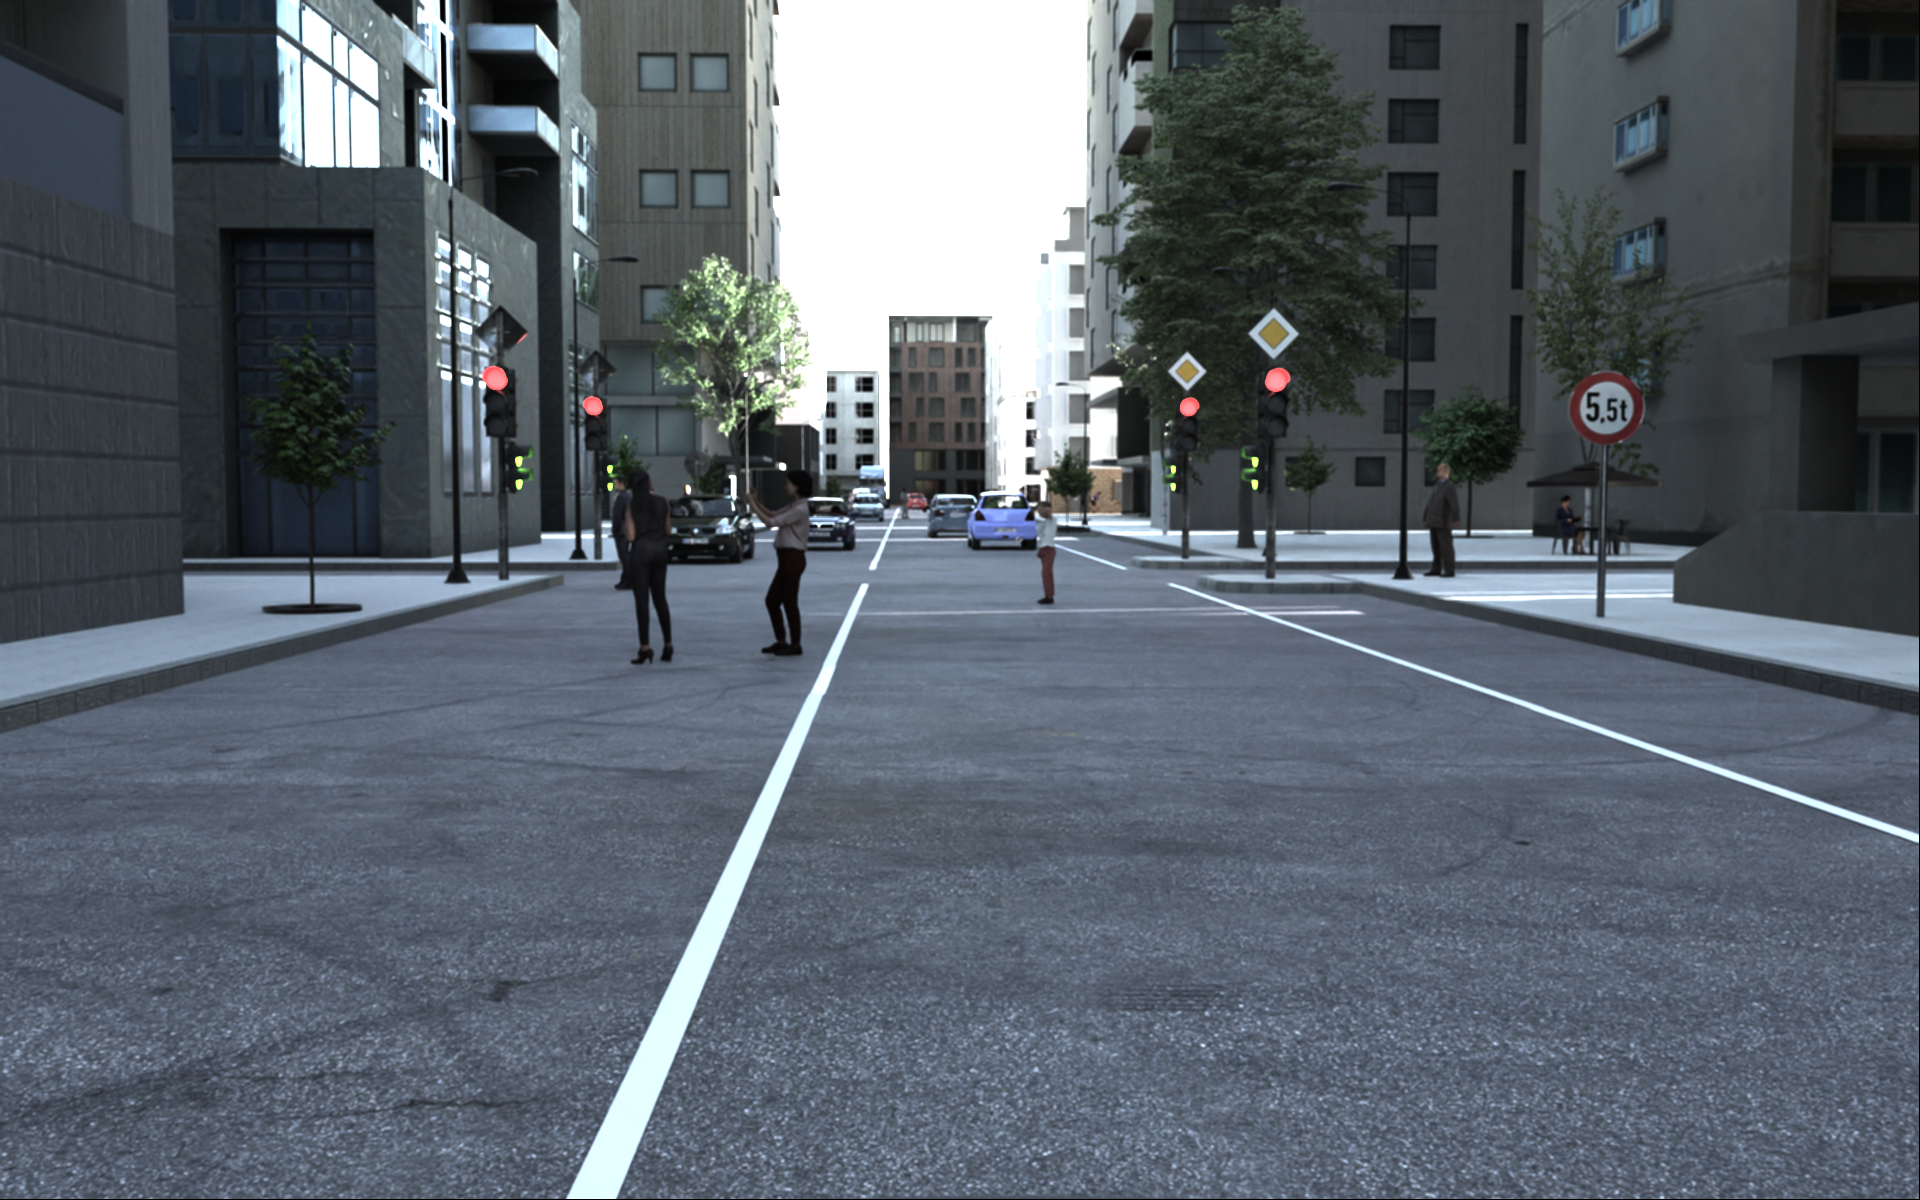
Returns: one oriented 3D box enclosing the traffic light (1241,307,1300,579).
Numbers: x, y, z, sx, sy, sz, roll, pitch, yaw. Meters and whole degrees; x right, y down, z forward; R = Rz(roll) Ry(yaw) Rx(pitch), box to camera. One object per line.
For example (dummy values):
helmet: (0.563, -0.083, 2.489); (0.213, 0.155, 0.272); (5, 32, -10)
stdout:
traffic light: (4.698, -2.281, 26.209); (0.839, 4.253, 0.868); (0, 4, -2)

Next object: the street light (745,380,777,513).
street light: (-8.191, -6.014, 70.863); (1.470, 5.913, 1.316); (0, 4, -2)

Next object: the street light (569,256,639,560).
street light: (-6.959, -3.752, 33.884); (1.470, 5.913, 1.316); (0, 4, -2)

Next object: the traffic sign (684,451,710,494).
traffic sign: (-7.724, -3.108, 50.914); (0.768, 2.556, 0.104); (0, 4, 2)

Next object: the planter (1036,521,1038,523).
planter: (2.831, -3.983, 86.262); (1.991, 0.319, 1.994); (0, 4, -2)

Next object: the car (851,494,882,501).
car: (-6.508, -6.650, 120.521); (2.131, 1.459, 4.920); (0, 4, -3)

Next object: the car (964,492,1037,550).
car: (1.084, -2.214, 45.793); (1.945, 1.707, 3.694); (0, 4, -2)

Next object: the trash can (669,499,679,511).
trash can: (-7.602, -2.153, 46.862); (0.748, 1.137, 0.748); (0, 3, 0)

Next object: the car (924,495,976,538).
car: (-0.168, -2.780, 57.455); (2.014, 1.417, 4.499); (0, 4, -2)

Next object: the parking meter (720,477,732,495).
parking meter: (-8.092, -3.316, 59.929); (0.399, 1.863, 0.255); (-1, 4, -12)

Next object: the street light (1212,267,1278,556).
street light: (5.856, -3.858, 35.624); (1.470, 5.913, 1.316); (0, 4, -2)

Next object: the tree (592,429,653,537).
tree: (-10.029, -3.487, 51.613); (1.663, 3.219, 1.824); (0, 3, 0)

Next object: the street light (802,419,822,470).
street light: (-9.242, -8.261, 107.609); (1.470, 5.913, 1.316); (0, 4, -2)

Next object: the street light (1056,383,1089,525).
street light: (4.688, -6.101, 72.300); (1.470, 5.913, 1.316); (0, 4, -2)

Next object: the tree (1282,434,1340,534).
tree: (11.203, -3.760, 56.080); (1.663, 3.219, 1.824); (0, 3, 0)

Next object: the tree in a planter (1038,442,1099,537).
tree in a planter: (3.681, -3.793, 59.243); (1.991, 3.239, 1.994); (0, 4, -2)

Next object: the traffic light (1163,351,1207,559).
traffic light: (4.445, -2.769, 34.190); (0.839, 4.253, 0.868); (0, 4, -2)

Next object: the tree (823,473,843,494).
tree: (-11.277, -9.894, 156.362); (1.663, 3.219, 1.824); (0, 3, 0)

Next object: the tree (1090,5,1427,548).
tree: (6.902, -7.481, 40.444); (7.486, 12.596, 7.792); (0, 3, 0)

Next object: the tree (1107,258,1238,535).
tree: (6.662, -6.353, 54.232); (4.360, 8.622, 3.978); (0, 3, 0)

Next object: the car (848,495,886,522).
car: (-4.891, -4.844, 91.204); (2.014, 1.417, 4.499); (0, 4, -3)

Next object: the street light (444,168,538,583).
street light: (-6.720, -3.199, 24.851); (1.470, 5.913, 1.316); (0, 4, -2)

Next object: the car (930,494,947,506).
car: (-1.483, -8.013, 143.010); (2.014, 1.417, 4.499); (0, 4, -1)

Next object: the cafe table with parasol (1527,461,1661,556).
cafe table with parasol: (13.349, -1.938, 36.544); (2.610, 1.966, 2.610); (2, 4, 29)

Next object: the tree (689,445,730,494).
tree: (-9.752, -4.450, 67.364); (1.663, 3.219, 1.824); (0, 3, 0)

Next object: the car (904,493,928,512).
car: (-3.572, -7.816, 136.828); (2.155, 1.783, 4.494); (0, 4, -4)

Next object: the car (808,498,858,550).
car: (-3.626, -2.006, 45.381); (1.945, 1.354, 3.894); (0, 4, -2)

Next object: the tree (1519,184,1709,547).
tree: (15.204, -5.564, 41.341); (4.737, 8.622, 4.395); (0, 3, 0)

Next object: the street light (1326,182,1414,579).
street light: (6.156, -3.269, 25.990); (1.470, 5.913, 1.316); (0, 4, -2)

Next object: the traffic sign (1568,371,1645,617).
traffic sign: (6.685, -1.094, 17.995); (0.768, 2.556, 0.104); (0, 4, 5)

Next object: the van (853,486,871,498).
van: (-7.675, -7.819, 134.849); (2.013, 2.044, 4.112); (0, 3, 0)

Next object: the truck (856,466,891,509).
truck: (-8.425, -11.168, 172.348); (2.967, 4.110, 18.799); (0, 4, 0)

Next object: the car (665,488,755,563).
car: (-5.411, -1.673, 37.136); (2.009, 1.686, 4.222); (0, 4, -1)

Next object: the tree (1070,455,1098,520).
tree: (5.903, -5.508, 84.662); (1.663, 3.219, 1.824); (0, 3, 0)

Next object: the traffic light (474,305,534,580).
traffic light: (-6.817, -2.257, 25.830); (0.839, 4.253, 0.868); (0, 4, -2)

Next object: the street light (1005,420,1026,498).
street light: (3.543, -8.345, 108.976); (1.470, 5.913, 1.316); (0, 4, -2)

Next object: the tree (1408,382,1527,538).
tree: (14.942, -4.118, 51.042); (4.285, 4.588, 4.351); (0, 3, 0)

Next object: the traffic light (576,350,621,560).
traffic light: (-7.070, -2.746, 33.811); (0.839, 4.253, 0.868); (0, 4, -2)
